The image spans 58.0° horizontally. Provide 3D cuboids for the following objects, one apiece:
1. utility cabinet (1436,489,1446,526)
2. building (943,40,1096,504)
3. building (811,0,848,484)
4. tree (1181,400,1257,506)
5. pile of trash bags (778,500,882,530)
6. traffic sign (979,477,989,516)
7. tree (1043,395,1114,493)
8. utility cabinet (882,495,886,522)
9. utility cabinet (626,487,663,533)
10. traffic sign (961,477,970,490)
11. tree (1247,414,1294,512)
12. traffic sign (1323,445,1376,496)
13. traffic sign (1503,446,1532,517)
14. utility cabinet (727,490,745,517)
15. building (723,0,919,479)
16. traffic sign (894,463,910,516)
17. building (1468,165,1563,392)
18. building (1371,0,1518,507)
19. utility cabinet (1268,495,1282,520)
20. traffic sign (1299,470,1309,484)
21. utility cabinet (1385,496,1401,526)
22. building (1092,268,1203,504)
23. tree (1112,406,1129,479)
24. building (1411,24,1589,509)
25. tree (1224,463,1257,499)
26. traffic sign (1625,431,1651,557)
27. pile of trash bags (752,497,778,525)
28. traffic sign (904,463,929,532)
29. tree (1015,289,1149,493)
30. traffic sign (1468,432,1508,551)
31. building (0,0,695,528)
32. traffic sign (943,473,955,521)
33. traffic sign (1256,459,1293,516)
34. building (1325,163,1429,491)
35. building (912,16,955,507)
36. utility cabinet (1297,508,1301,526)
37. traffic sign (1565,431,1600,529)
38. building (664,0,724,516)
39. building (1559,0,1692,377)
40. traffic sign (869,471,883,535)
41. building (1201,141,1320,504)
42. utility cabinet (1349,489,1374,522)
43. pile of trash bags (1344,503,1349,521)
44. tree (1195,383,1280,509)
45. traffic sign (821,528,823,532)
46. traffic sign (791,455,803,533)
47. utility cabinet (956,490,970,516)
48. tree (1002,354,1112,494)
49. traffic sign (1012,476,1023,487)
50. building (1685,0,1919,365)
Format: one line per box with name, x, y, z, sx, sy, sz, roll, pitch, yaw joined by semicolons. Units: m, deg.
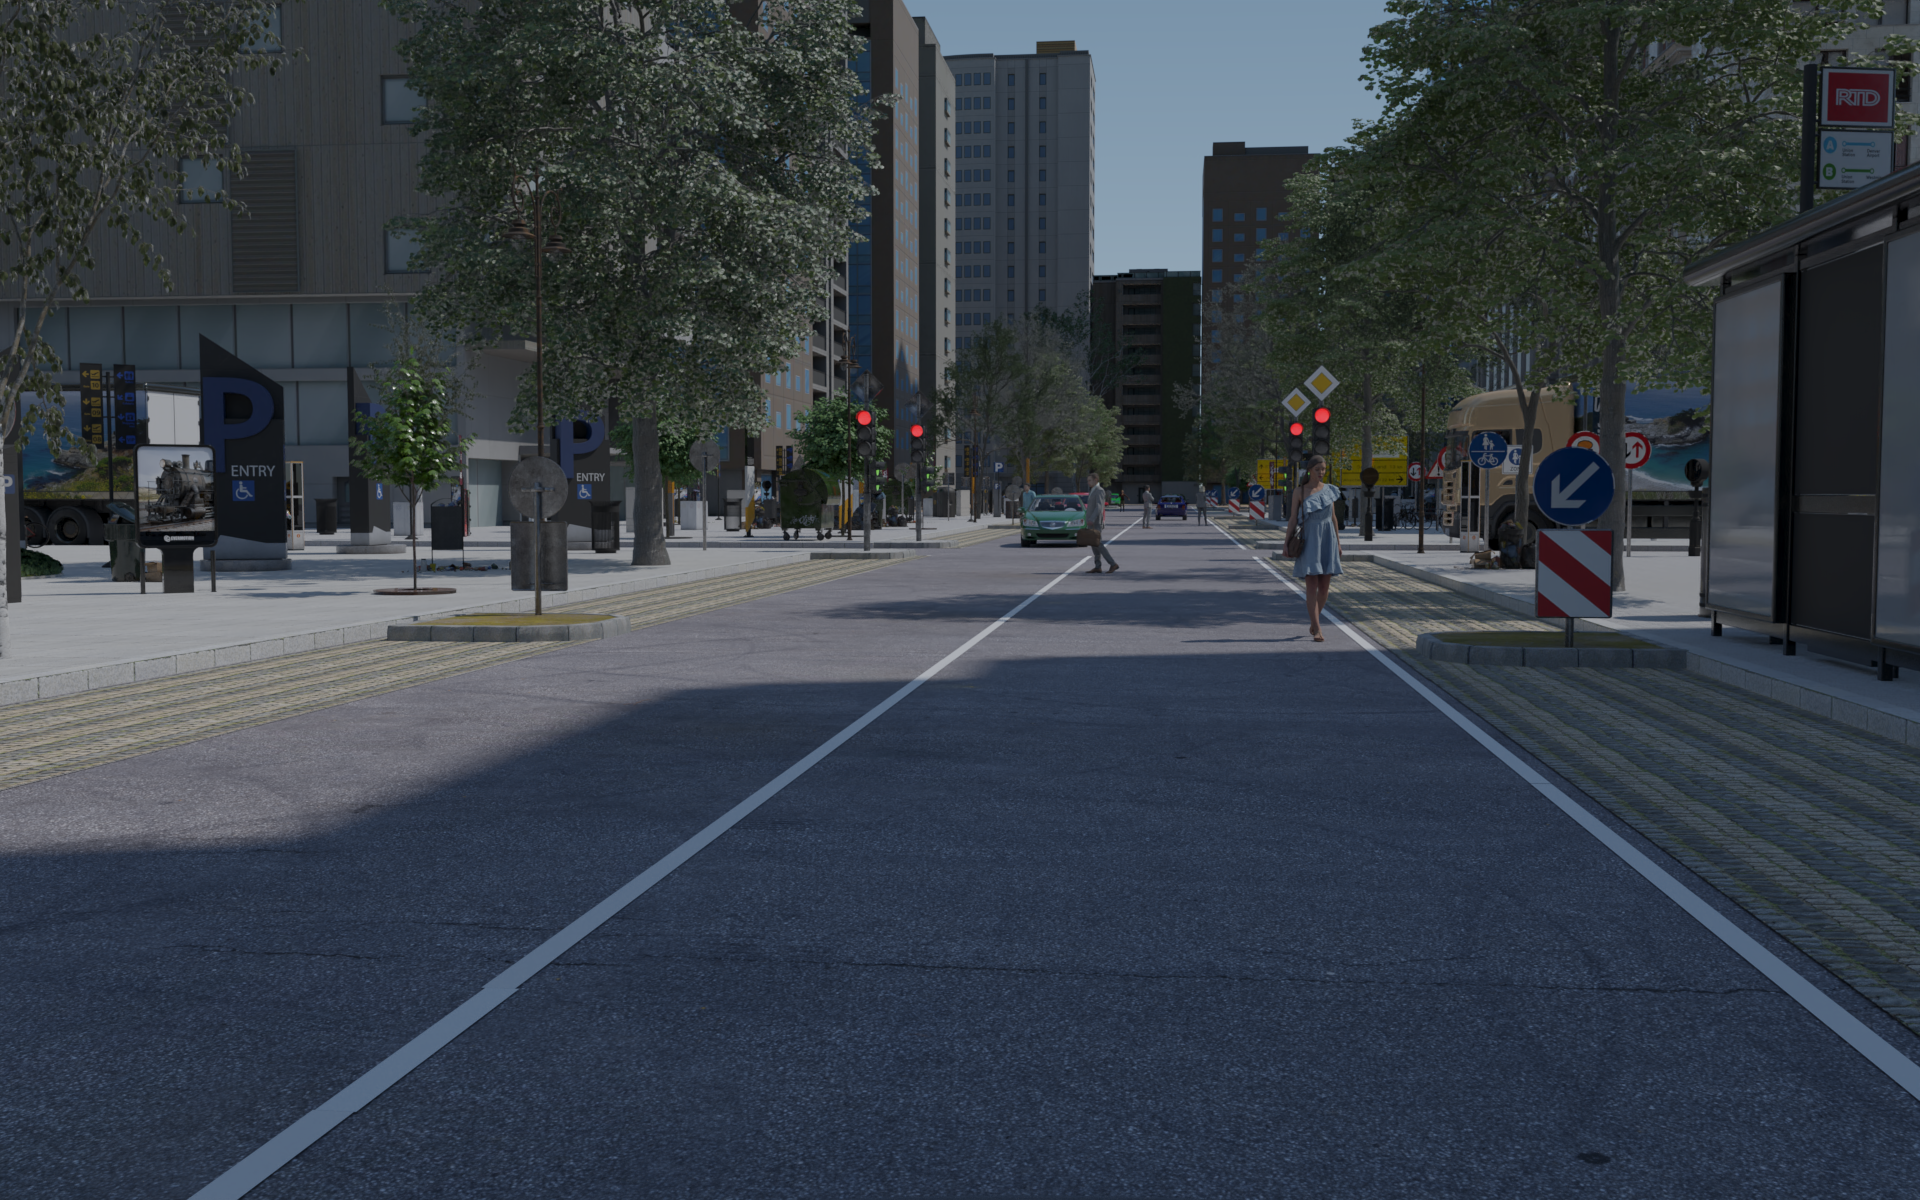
utility cabinet;19.772;-3.738;69.790;1.173;1.500;0.318;-2;4;-25
building;3.661;-42.086;230.106;28.212;58.520;21.231;0;4;7
building;-17.468;-42.575;134.357;20.563;71.187;20.611;0;4;7
tree;28.617;-16.610;188.585;9.611;12.733;9.660;0;3;0
pile of trash bags;-4.464;-3.215;62.321;3.447;1.369;1.912;2;4;27
traffic sign;1.403;-6.073;101.424;0.606;2.300;0.079;1;4;9
tree;12.342;-15.631;181.324;9.928;11.665;9.643;0;3;0
utility cabinet;-3.885;-4.114;78.418;1.020;1.237;0.306;-2;4;-26
utility cabinet;-10.375;-2.954;56.979;1.173;1.500;0.318;0;4;-2
traffic sign;0.368;-6.194;103.403;0.606;2.300;0.079;1;4;10
tree;21.948;-10.570;123.175;4.360;8.622;3.978;0;3;0
traffic sign;15.607;-4.640;69.745;2.265;3.308;0.079;0;4;8
traffic sign;11.614;-2.080;36.143;0.606;2.300;0.079;1;4;12
utility cabinet;-12.443;-5.406;97.067;1.173;1.500;0.318;0;4;6
building;-11.486;-30.691;151.913;14.600;45.320;14.200;0;4;7
traffic sign;-2.329;-4.293;70.302;0.768;2.556;0.104;1;4;16
building;39.613;-16.141;105.712;13.314;21.916;24.055;0;4;7
building;51.748;-51.908;161.372;22.319;86.520;31.000;0;4;7
utility cabinet;15.473;-4.523;85.116;0.306;1.237;1.020;2;4;33
traffic sign;14.581;-4.337;73.047;0.606;2.300;0.079;1;4;12
utility cabinet;17.403;-3.580;69.697;0.306;1.237;1.020;0;4;-6
building;24.257;-27.732;225.113;14.107;30.474;14.160;0;4;7
tree;15.600;-17.178;198.983;7.486;12.596;7.792;0;3;0
building;52.404;-27.065;134.391;32.217;40.220;23.993;0;4;7
tree;27.902;-11.517;172.014;4.285;4.588;4.351;0;3;0
traffic sign;13.615;-2.146;35.197;0.768;2.556;0.104;1;4;10
pile of trash bags;-7.269;-3.866;72.969;1.912;1.369;3.447;2;4;27
traffic sign;-1.489;-3.615;59.115;0.884;2.594;0.081;1;4;12
tree;11.642;-18.468;157.839;12.611;20.169;13.585;0;3;0
traffic sign;10.772;-2.158;35.396;0.768;2.556;0.104;1;4;13
building;-27.822;-29.794;76.375;28.713;52.752;27.495;0;4;7
traffic sign;-0.540;-4.901;82.254;0.606;2.300;0.079;1;4;17
traffic sign;18.236;-6.481;99.834;2.265;3.308;0.079;1;4;15
building;60.126;-34.821;223.942;28.867;44.769;22.147;0;4;7
building;-12.231;-33.734;175.245;21.600;48.544;21.300;0;4;7
utility cabinet;13.628;-3.687;68.963;0.318;1.500;1.173;2;4;30
traffic sign;12.600;-2.133;34.988;0.768;2.556;0.104;1;4;14
building;-17.260;-27.827;105.088;14.600;45.320;14.200;0;4;7
building;37.065;-17.991;81.537;14.401;28.519;23.554;0;4;7
traffic sign;-2.831;-3.318;54.247;0.884;2.594;0.081;1;4;14
building;38.282;-35.024;222.749;14.200;45.320;14.600;0;4;7
utility cabinet;18.380;-4.323;79.367;1.173;1.500;0.318;-2;4;-25
pile of trash bags;18.305;-4.557;84.257;3.447;1.369;1.912;-2;4;-30
tree;24.585;-13.900;153.015;9.928;11.665;9.643;0;3;0
traffic sign;-4.593;-3.514;57.461;0.884;2.594;0.081;1;4;14
traffic sign;-5.260;-3.476;56.829;0.884;2.594;0.081;1;4;15
utility cabinet;0.167;-5.610;100.402;0.318;1.500;1.173;2;4;26
tree;7.328;-13.418;137.505;7.486;12.596;7.792;0;3;0
traffic sign;4.015;-7.451;121.934;0.768;2.556;0.104;1;4;9
building;35.867;-12.612;60.950;16.860;20.320;10.420;0;4;7
